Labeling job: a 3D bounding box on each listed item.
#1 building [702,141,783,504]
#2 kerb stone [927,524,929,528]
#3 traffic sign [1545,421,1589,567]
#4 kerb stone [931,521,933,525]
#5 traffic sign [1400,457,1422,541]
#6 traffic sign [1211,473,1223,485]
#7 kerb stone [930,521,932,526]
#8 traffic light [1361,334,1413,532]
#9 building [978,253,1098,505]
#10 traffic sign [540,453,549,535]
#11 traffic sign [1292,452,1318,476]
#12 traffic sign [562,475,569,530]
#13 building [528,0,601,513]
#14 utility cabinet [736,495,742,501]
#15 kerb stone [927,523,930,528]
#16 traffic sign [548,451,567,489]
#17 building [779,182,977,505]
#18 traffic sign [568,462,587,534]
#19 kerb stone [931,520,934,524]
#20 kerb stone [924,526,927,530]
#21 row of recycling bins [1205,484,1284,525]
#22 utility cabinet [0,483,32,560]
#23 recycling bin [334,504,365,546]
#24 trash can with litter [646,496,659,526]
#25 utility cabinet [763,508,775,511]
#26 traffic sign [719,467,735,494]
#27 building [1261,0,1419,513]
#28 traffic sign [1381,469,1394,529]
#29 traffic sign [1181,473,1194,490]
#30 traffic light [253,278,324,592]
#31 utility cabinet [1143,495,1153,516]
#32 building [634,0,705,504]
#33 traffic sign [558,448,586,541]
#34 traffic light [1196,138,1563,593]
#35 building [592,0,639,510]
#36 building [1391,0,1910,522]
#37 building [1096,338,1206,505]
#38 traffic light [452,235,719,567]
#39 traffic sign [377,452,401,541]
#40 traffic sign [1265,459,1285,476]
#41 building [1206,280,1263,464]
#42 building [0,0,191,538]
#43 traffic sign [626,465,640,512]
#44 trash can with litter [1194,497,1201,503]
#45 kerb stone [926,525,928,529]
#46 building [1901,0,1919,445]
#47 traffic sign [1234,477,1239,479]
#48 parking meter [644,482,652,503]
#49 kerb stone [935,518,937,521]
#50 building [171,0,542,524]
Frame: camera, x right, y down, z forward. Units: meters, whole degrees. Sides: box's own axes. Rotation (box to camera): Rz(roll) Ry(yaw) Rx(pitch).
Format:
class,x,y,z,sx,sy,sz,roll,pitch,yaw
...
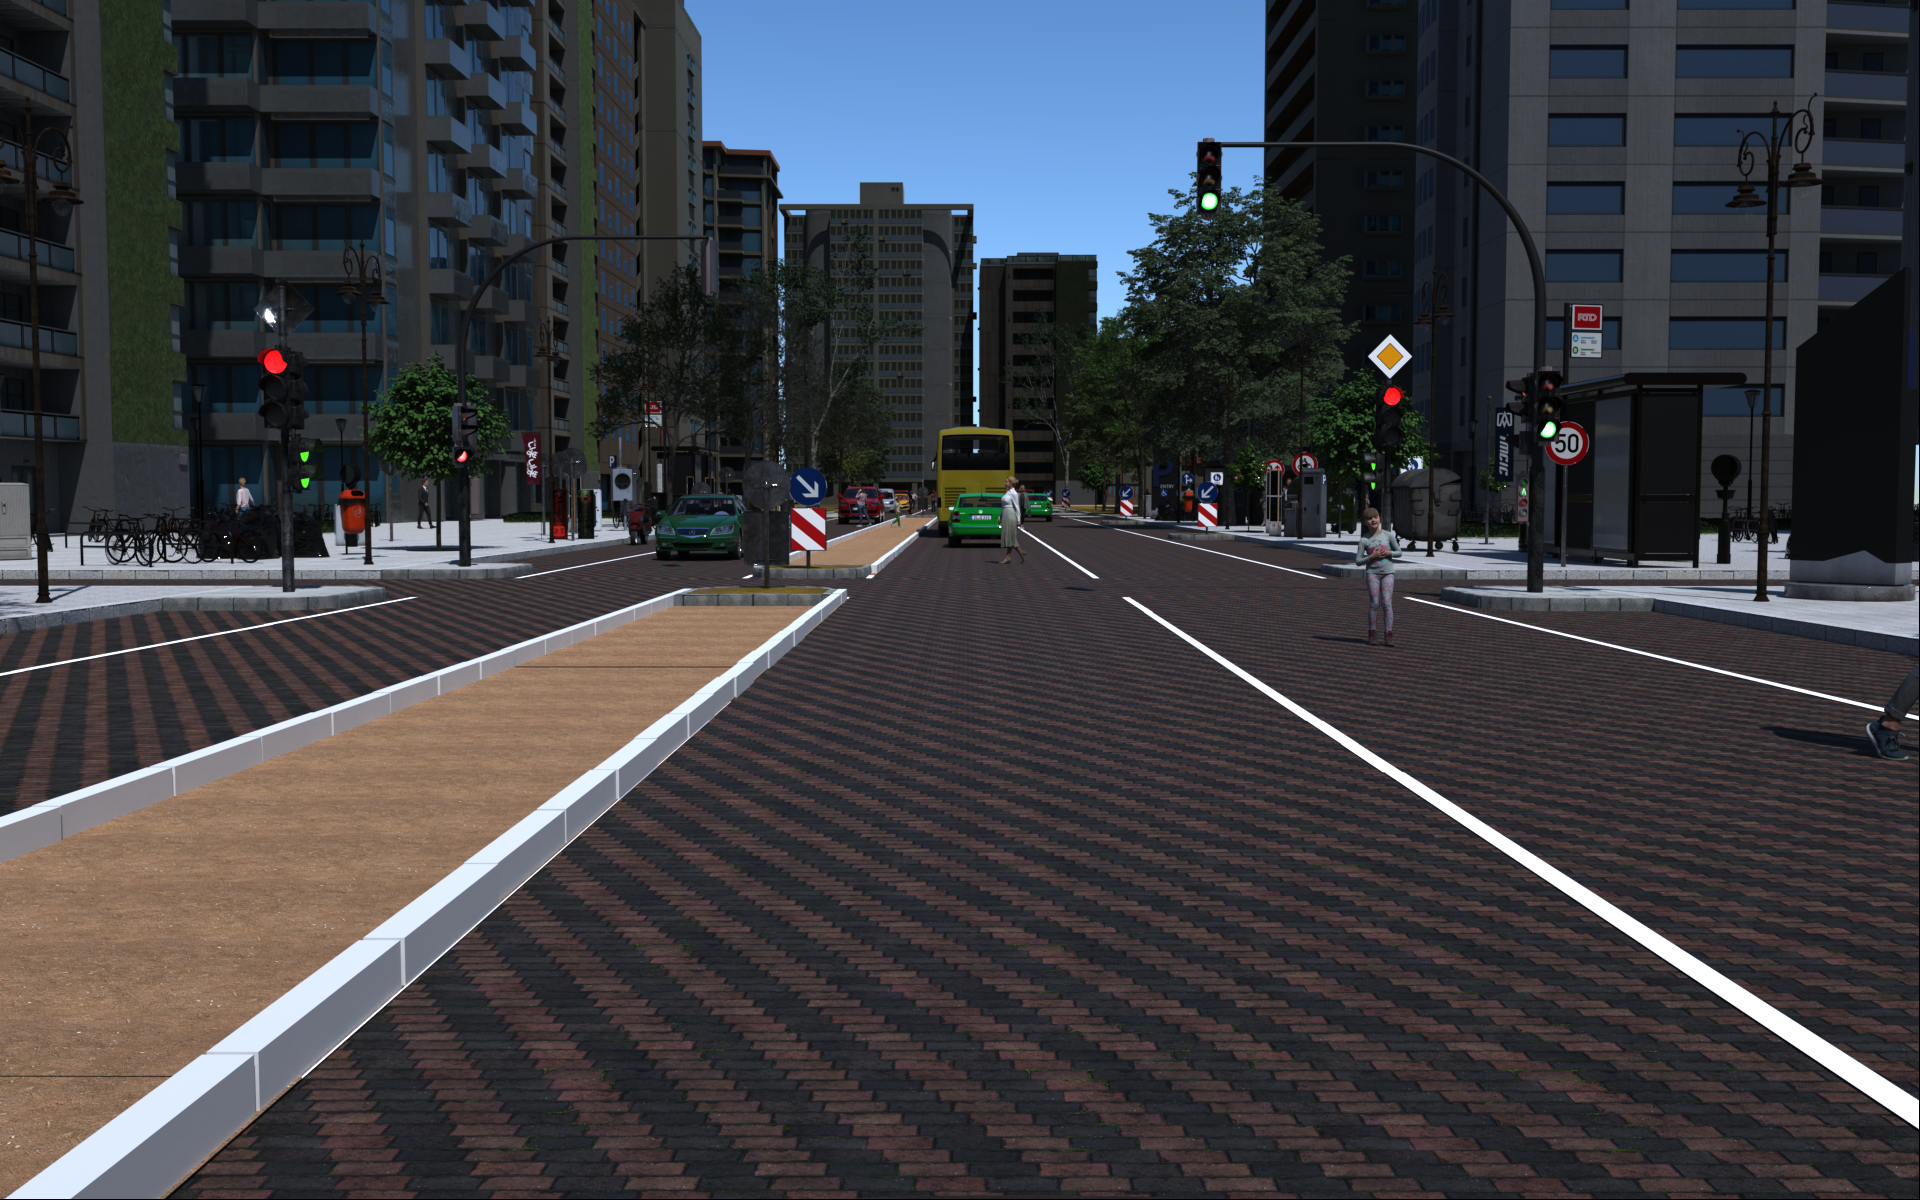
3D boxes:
class,x,y,z,sx,sy,sz,roll,pitch,yaw
building,-36.872,-34.187,213.582,28.867,44.769,22.147,0,4,0
kerb stone,-1.396,-2.840,68.625,0.120,0.150,1.000,0,4,0
traffic sign,10.618,-1.853,30.399,0.768,2.556,0.104,0,4,3
kerb stone,-1.368,-3.279,75.799,0.120,0.150,1.000,0,4,0
traffic sign,12.273,-2.755,47.166,0.606,2.300,0.079,1,4,8
traffic sign,12.093,-4.856,81.525,0.606,2.300,0.079,0,4,8
kerb stone,-1.364,-3.153,73.750,0.120,0.150,1.000,0,4,0
traffic light,7.516,-2.544,30.508,0.839,4.253,0.868,0,4,0
building,9.243,-26.815,210.118,14.107,30.474,14.160,0,4,0
traffic sign,-13.004,-3.301,54.082,0.768,2.556,0.104,0,4,8
traffic sign,10.445,-3.206,52.532,0.768,2.556,0.104,1,4,9
traffic sign,-13.870,-3.732,61.131,0.768,2.556,0.104,0,4,7
building,-32.034,-26.228,112.422,14.154,41.232,14.086,0,4,0
utility cabinet,-11.449,-4.663,87.398,0.306,1.237,1.020,3,4,38
kerb stone,-1.390,-2.902,69.647,0.120,0.150,1.000,0,4,0
traffic sign,-11.935,-3.161,51.781,0.768,2.556,0.104,0,4,3
building,-9.892,-32.217,218.621,23.993,40.220,32.217,0,4,0
traffic sign,-12.399,-3.412,55.890,0.768,2.556,0.104,0,4,5
kerb stone,-1.356,-3.341,76.821,0.120,0.150,1.000,0,4,0
kerb stone,-1.405,-2.590,64.535,0.120,0.150,1.000,0,4,0
row of recycling bins,11.910,-3.970,72.018,3.534,1.692,1.069,-1,4,-9
utility cabinet,-18.585,-1.511,33.382,0.318,1.500,1.173,3,4,37
recycling bin,-15.237,-1.879,43.273,0.722,1.027,0.722,-2,4,-23
trash can with litter,-11.973,-3.556,69.190,2.233,1.210,1.678,1,4,15
utility cabinet,-11.471,-5.678,103.993,0.306,1.237,1.020,-2,4,-32
traffic sign,-10.842,-4.919,80.535,0.768,2.556,0.104,0,4,3
building,34.773,-30.810,127.439,21.300,48.544,21.600,0,4,0
traffic sign,12.735,-3.183,52.151,0.768,2.556,0.104,1,4,9
traffic sign,13.644,-6.348,103.887,0.768,2.556,0.104,0,4,4
traffic light,-8.780,-2.058,22.577,0.839,4.253,0.868,0,4,0
utility cabinet,10.902,-5.375,99.041,1.020,1.237,0.306,2,4,32
building,-35.320,-32.594,156.611,21.600,48.544,21.300,0,4,0
traffic sign,-10.617,-2.895,47.438,0.768,2.556,0.104,0,4,1
traffic light,5.389,-2.919,22.390,4.771,5.953,1.251,0,4,0
building,-31.895,-29.132,126.413,14.600,45.320,14.200,0,4,0
building,35.037,-33.547,90.494,21.231,58.520,28.212,0,4,0
building,31.657,-22.759,217.155,28.899,21.520,27.650,0,4,0
traffic light,-6.653,-3.420,30.588,4.771,5.953,1.251,0,4,0
traffic sign,-15.394,-2.858,46.832,0.768,2.556,0.104,1,4,9
traffic sign,11.572,-3.901,63.883,0.768,2.556,0.104,0,4,1
building,37.902,-18.863,153.453,27.650,21.520,28.899,0,4,0
building,-32.939,-22.425,50.241,14.154,41.232,14.086,0,4,0
traffic sign,-14.183,-4.564,74.729,0.768,2.556,0.104,0,4,1
trash can with litter,12.700,-4.916,91.763,1.055,1.170,0.624,2,4,29
kerb stone,-1.403,-2.712,66.581,0.120,0.150,1.000,0,4,0
building,37.337,-16.954,48.900,14.107,30.474,14.160,0,4,0
traffic sign,12.578,-4.882,79.933,0.768,2.556,0.104,1,4,9
parking meter,-14.883,-4.706,82.658,0.255,1.863,0.399,1,4,16
kerb stone,-1.330,-3.842,85.005,0.120,0.150,1.000,0,4,0
building,-34.414,-28.588,87.026,23.786,49.044,30.456,0,4,0
